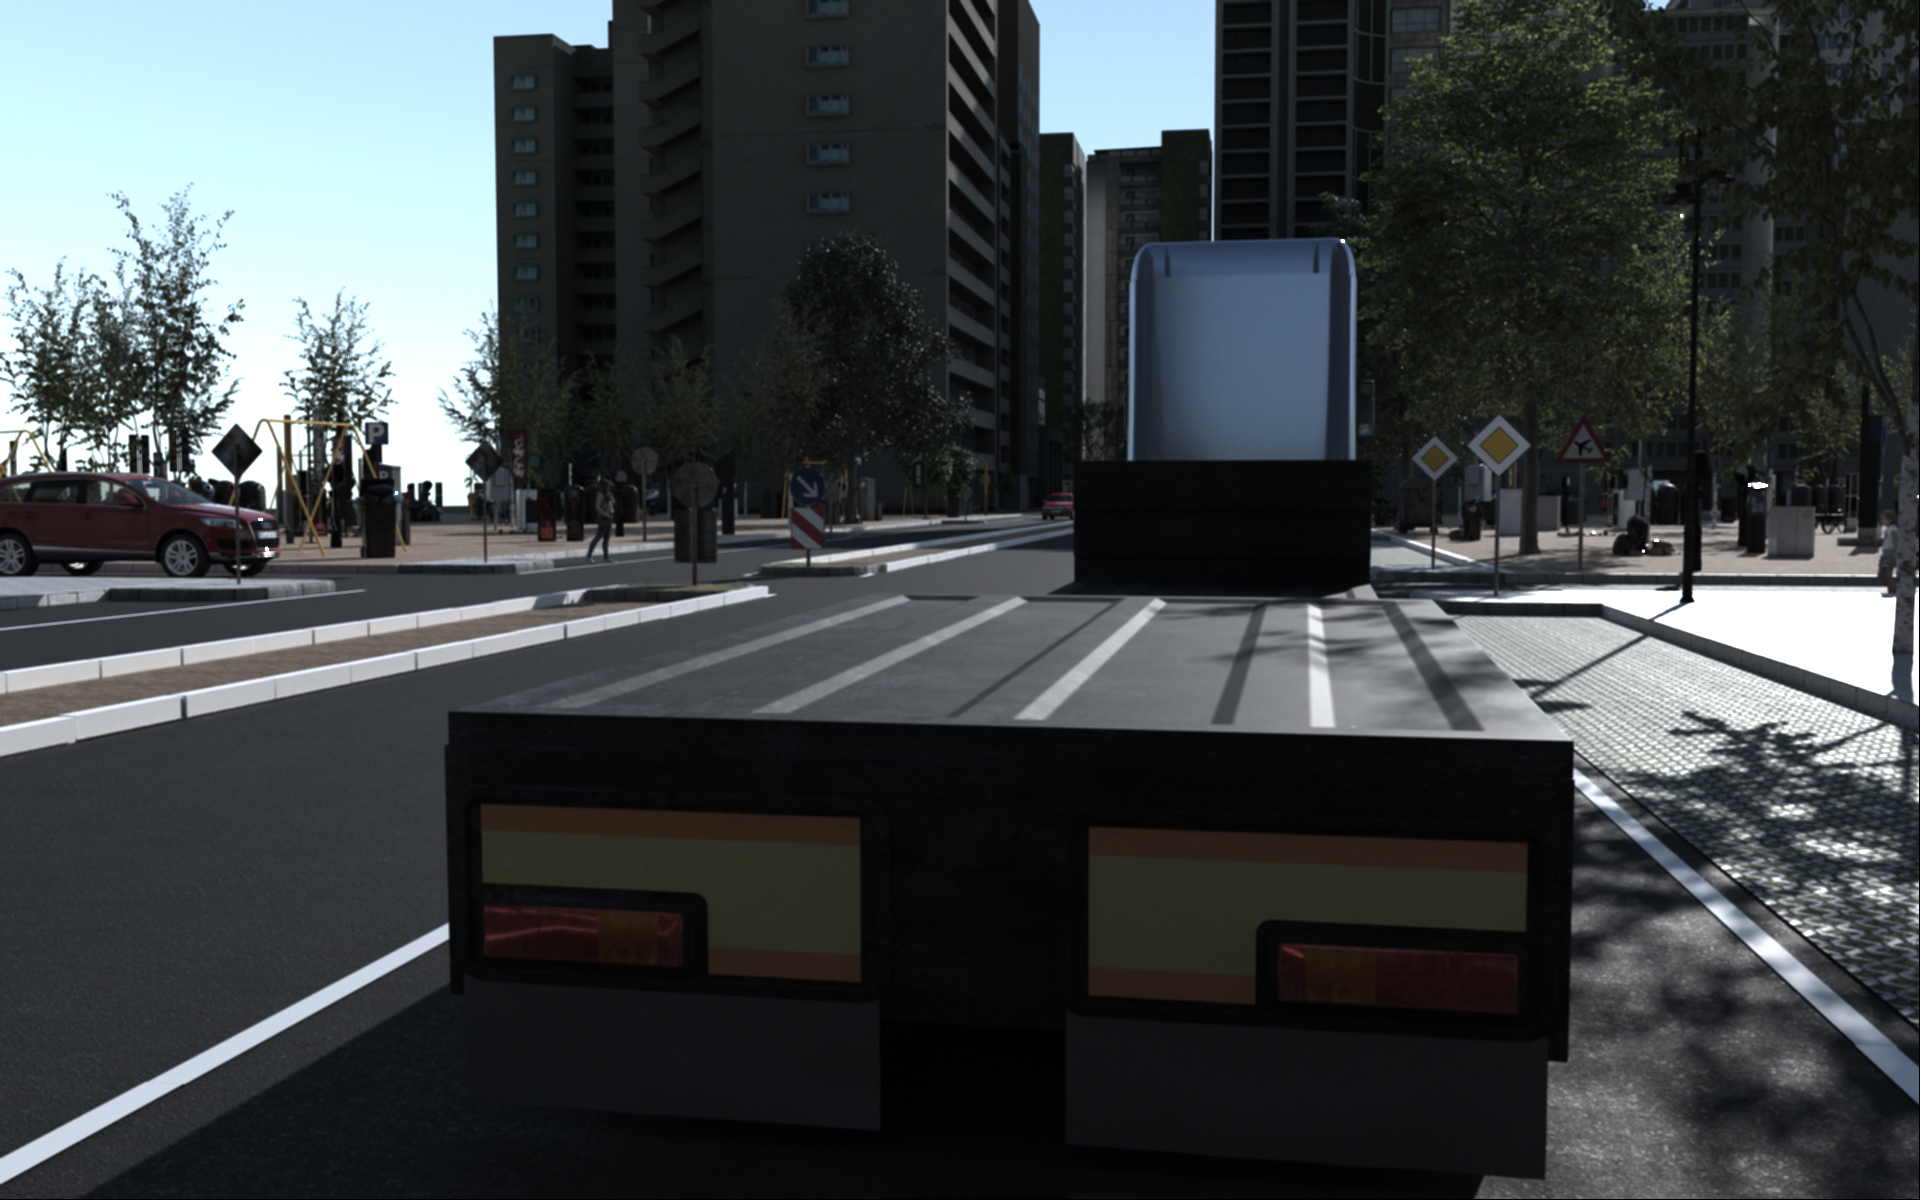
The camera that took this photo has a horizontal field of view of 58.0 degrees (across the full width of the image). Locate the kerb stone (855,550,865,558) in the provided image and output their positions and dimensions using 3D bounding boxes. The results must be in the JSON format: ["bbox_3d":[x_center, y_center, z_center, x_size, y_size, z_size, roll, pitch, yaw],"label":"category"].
[{"bbox_3d":[-2.345,-1.010,38.701,0.120,0.150,1.000,1,4,10],"label":"kerb stone"}]

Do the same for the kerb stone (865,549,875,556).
[{"bbox_3d":[-2.172,-1.072,39.716,0.120,0.150,1.000,1,4,10],"label":"kerb stone"}]

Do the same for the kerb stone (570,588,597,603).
[{"bbox_3d":[-5.063,-0.049,22.996,0.120,0.150,1.000,1,4,10],"label":"kerb stone"}]

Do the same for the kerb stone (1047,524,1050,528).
[{"bbox_3d":[3.580,-3.103,73.046,0.120,0.150,1.000,1,4,10],"label":"kerb stone"}]

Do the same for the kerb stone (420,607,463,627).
[{"bbox_3d":[-5.749,0.198,18.962,0.120,0.150,1.000,1,4,10],"label":"kerb stone"}]

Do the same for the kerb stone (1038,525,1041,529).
[{"bbox_3d":[3.057,-2.924,70.023,0.120,0.150,1.000,1,4,10],"label":"kerb stone"}]

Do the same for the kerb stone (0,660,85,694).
[{"bbox_3d":[-6.802,0.568,12.917,0.120,0.150,1.000,1,4,10],"label":"kerb stone"}]

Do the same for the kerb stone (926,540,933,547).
[{"bbox_3d":[-0.949,-1.504,46.789,0.120,0.150,1.000,1,4,10],"label":"kerb stone"}]

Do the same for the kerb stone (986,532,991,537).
[{"bbox_3d":[0.795,-2.123,56.904,0.120,0.150,1.000,1,4,10],"label":"kerb stone"}]

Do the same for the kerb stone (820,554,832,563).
[{"bbox_3d":[-2.869,-0.824,35.672,0.120,0.150,1.000,1,4,10],"label":"kerb stone"}]

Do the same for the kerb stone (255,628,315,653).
[{"bbox_3d":[-6.285,0.386,15.942,0.120,0.150,1.000,1,4,10],"label":"kerb stone"}]

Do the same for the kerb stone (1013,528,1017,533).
[{"bbox_3d":[1.841,-2.491,62.954,0.120,0.150,1.000,1,4,10],"label":"kerb stone"}]

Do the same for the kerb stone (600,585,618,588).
[{"bbox_3d":[-4.878,-0.106,24.006,0.120,0.150,1.000,1,4,10],"label":"kerb stone"}]

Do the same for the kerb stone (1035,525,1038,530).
[{"bbox_3d":[2.887,-2.864,69.015,0.120,0.150,1.000,1,4,10],"label":"kerb stone"}]

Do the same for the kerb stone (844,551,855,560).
[{"bbox_3d":[-2.519,-0.941,37.694,0.120,0.150,1.000,1,4,10],"label":"kerb stone"}]

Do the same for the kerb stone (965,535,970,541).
[{"bbox_3d":[0.095,-1.872,52.863,0.120,0.150,1.000,1,4,10],"label":"kerb stone"}]

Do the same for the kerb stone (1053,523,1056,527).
[{"bbox_3d":[3.932,-3.234,75.073,0.120,0.150,1.000,1,4,10],"label":"kerb stone"}]

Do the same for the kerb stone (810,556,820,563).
[{"bbox_3d":[-3.044,-0.763,34.665,0.120,0.150,1.000,1,4,10],"label":"kerb stone"}]

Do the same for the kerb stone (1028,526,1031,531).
[{"bbox_3d":[2.542,-2.740,66.994,0.120,0.150,1.000,1,4,10],"label":"kerb stone"}]

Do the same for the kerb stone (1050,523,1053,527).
[{"bbox_3d":[3.761,-3.167,74.061,0.120,0.150,1.000,1,4,10],"label":"kerb stone"}]

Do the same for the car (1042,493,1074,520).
[{"bbox_3d":[5.743,-5.415,97.579,2.155,1.783,4.494,1,4,12],"label":"car"}]

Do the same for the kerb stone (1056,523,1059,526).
[{"bbox_3d":[4.109,-3.296,76.080,0.120,0.150,1.000,1,4,10],"label":"kerb stone"}]

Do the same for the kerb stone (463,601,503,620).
[{"bbox_3d":[-5.576,0.143,19.969,0.120,0.150,1.000,1,4,10],"label":"kerb stone"}]

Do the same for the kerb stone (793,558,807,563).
[{"bbox_3d":[-3.215,-0.701,33.653,0.120,0.150,1.000,1,4,10],"label":"kerb stone"}]

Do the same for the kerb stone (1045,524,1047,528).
[{"bbox_3d":[3.409,-3.047,72.038,0.120,0.150,1.000,1,4,10],"label":"kerb stone"}]

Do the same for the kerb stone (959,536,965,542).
[{"bbox_3d":[-0.080,-1.813,51.842,0.120,0.150,1.000,1,4,10],"label":"kerb stone"}]

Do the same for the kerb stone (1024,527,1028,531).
[{"bbox_3d":[2.371,-2.673,65.977,0.120,0.150,1.000,1,4,10],"label":"kerb stone"}]

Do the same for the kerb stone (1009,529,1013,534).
[{"bbox_3d":[1.668,-2.431,61.944,0.120,0.150,1.000,1,4,10],"label":"kerb stone"}]

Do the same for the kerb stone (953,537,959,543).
[{"bbox_3d":[-0.252,-1.752,50.834,0.120,0.150,1.000,1,4,10],"label":"kerb stone"}]

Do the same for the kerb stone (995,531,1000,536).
[{"bbox_3d":[1.149,-2.246,58.917,0.120,0.150,1.000,1,4,10],"label":"kerb stone"}]

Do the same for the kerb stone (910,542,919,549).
[{"bbox_3d":[-1.293,-1.381,44.771,0.120,0.150,1.000,1,4,10],"label":"kerb stone"}]

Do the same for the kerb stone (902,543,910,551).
[{"bbox_3d":[-1.473,-1.318,43.751,0.120,0.150,1.000,1,4,10],"label":"kerb stone"}]

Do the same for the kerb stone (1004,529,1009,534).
[{"bbox_3d":[1.496,-2.369,60.936,0.120,0.150,1.000,1,4,10],"label":"kerb stone"}]

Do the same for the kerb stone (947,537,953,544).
[{"bbox_3d":[-0.420,-1.689,49.823,0.120,0.150,1.000,1,4,10],"label":"kerb stone"}]

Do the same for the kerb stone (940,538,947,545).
[{"bbox_3d":[-0.597,-1.628,48.808,0.120,0.150,1.000,1,4,10],"label":"kerb stone"}]

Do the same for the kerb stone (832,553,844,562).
[{"bbox_3d":[-2.688,-0.886,36.685,0.120,0.150,1.000,1,4,10],"label":"kerb stone"}]

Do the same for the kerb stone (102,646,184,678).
[{"bbox_3d":[-6.626,0.508,13.926,0.120,0.150,1.000,1,4,10],"label":"kerb stone"}]

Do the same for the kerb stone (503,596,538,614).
[{"bbox_3d":[-5.412,0.074,20.982,0.120,0.150,1.000,1,4,10],"label":"kerb stone"}]

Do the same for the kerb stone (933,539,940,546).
[{"bbox_3d":[-0.766,-1.566,47.800,0.120,0.150,1.000,1,4,10],"label":"kerb stone"}]

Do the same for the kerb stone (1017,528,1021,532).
[{"bbox_3d":[2.016,-2.555,63.963,0.120,0.150,1.000,1,4,10],"label":"kerb stone"}]

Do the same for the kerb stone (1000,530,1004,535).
[{"bbox_3d":[1.318,-2.305,59.929,0.120,0.150,1.000,1,4,10],"label":"kerb stone"}]

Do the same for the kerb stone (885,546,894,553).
[{"bbox_3d":[-1.824,-1.194,41.731,0.120,0.150,1.000,1,4,10],"label":"kerb stone"}]

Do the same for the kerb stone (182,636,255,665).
[{"bbox_3d":[-6.446,0.444,14.932,0.120,0.150,1.000,1,4,10],"label":"kerb stone"}]

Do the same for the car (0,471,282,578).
[{"bbox_3d":[-14.286,-1.287,29.710,5.304,1.827,2.281,1,4,9],"label":"car"}]

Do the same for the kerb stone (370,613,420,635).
[{"bbox_3d":[-5.924,0.259,17.955,0.120,0.150,1.000,1,4,10],"label":"kerb stone"}]

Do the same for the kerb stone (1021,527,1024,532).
[{"bbox_3d":[2.195,-2.616,64.970,0.120,0.150,1.000,1,4,10],"label":"kerb stone"}]

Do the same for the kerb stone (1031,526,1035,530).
[{"bbox_3d":[2.718,-2.797,68.007,0.120,0.150,1.000,1,4,10],"label":"kerb stone"}]

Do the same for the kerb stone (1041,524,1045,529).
[{"bbox_3d":[3.243,-2.987,71.028,0.120,0.150,1.000,1,4,10],"label":"kerb stone"}]

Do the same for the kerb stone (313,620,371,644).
[{"bbox_3d":[-6.104,0.321,16.949,0.120,0.150,1.000,1,4,10],"label":"kerb stone"}]

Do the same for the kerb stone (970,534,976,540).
[{"bbox_3d":[0.274,-1.937,53.869,0.120,0.150,1.000,1,4,10],"label":"kerb stone"}]

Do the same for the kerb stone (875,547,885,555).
[{"bbox_3d":[-1.988,-1.130,40.721,0.120,0.150,1.000,1,4,10],"label":"kerb stone"}]

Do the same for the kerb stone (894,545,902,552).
[{"bbox_3d":[-1.651,-1.255,42.742,0.120,0.150,1.000,1,4,10],"label":"kerb stone"}]

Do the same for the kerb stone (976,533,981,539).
[{"bbox_3d":[0.449,-1.998,54.880,0.120,0.150,1.000,1,4,10],"label":"kerb stone"}]

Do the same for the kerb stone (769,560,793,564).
[{"bbox_3d":[-3.394,-0.636,32.644,0.120,0.150,1.000,1,4,10],"label":"kerb stone"}]

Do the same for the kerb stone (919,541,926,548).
[{"bbox_3d":[-1.131,-1.438,45.783,0.120,0.150,1.000,1,4,10],"label":"kerb stone"}]

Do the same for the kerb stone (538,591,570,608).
[{"bbox_3d":[-5.243,0.013,21.990,0.120,0.150,1.000,1,4,10],"label":"kerb stone"}]

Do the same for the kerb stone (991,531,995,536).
[{"bbox_3d":[0.965,-2.184,57.912,0.120,0.150,1.000,1,4,10],"label":"kerb stone"}]

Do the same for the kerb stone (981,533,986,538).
[{"bbox_3d":[0.621,-2.061,55.895,0.120,0.150,1.000,1,4,10],"label":"kerb stone"}]
